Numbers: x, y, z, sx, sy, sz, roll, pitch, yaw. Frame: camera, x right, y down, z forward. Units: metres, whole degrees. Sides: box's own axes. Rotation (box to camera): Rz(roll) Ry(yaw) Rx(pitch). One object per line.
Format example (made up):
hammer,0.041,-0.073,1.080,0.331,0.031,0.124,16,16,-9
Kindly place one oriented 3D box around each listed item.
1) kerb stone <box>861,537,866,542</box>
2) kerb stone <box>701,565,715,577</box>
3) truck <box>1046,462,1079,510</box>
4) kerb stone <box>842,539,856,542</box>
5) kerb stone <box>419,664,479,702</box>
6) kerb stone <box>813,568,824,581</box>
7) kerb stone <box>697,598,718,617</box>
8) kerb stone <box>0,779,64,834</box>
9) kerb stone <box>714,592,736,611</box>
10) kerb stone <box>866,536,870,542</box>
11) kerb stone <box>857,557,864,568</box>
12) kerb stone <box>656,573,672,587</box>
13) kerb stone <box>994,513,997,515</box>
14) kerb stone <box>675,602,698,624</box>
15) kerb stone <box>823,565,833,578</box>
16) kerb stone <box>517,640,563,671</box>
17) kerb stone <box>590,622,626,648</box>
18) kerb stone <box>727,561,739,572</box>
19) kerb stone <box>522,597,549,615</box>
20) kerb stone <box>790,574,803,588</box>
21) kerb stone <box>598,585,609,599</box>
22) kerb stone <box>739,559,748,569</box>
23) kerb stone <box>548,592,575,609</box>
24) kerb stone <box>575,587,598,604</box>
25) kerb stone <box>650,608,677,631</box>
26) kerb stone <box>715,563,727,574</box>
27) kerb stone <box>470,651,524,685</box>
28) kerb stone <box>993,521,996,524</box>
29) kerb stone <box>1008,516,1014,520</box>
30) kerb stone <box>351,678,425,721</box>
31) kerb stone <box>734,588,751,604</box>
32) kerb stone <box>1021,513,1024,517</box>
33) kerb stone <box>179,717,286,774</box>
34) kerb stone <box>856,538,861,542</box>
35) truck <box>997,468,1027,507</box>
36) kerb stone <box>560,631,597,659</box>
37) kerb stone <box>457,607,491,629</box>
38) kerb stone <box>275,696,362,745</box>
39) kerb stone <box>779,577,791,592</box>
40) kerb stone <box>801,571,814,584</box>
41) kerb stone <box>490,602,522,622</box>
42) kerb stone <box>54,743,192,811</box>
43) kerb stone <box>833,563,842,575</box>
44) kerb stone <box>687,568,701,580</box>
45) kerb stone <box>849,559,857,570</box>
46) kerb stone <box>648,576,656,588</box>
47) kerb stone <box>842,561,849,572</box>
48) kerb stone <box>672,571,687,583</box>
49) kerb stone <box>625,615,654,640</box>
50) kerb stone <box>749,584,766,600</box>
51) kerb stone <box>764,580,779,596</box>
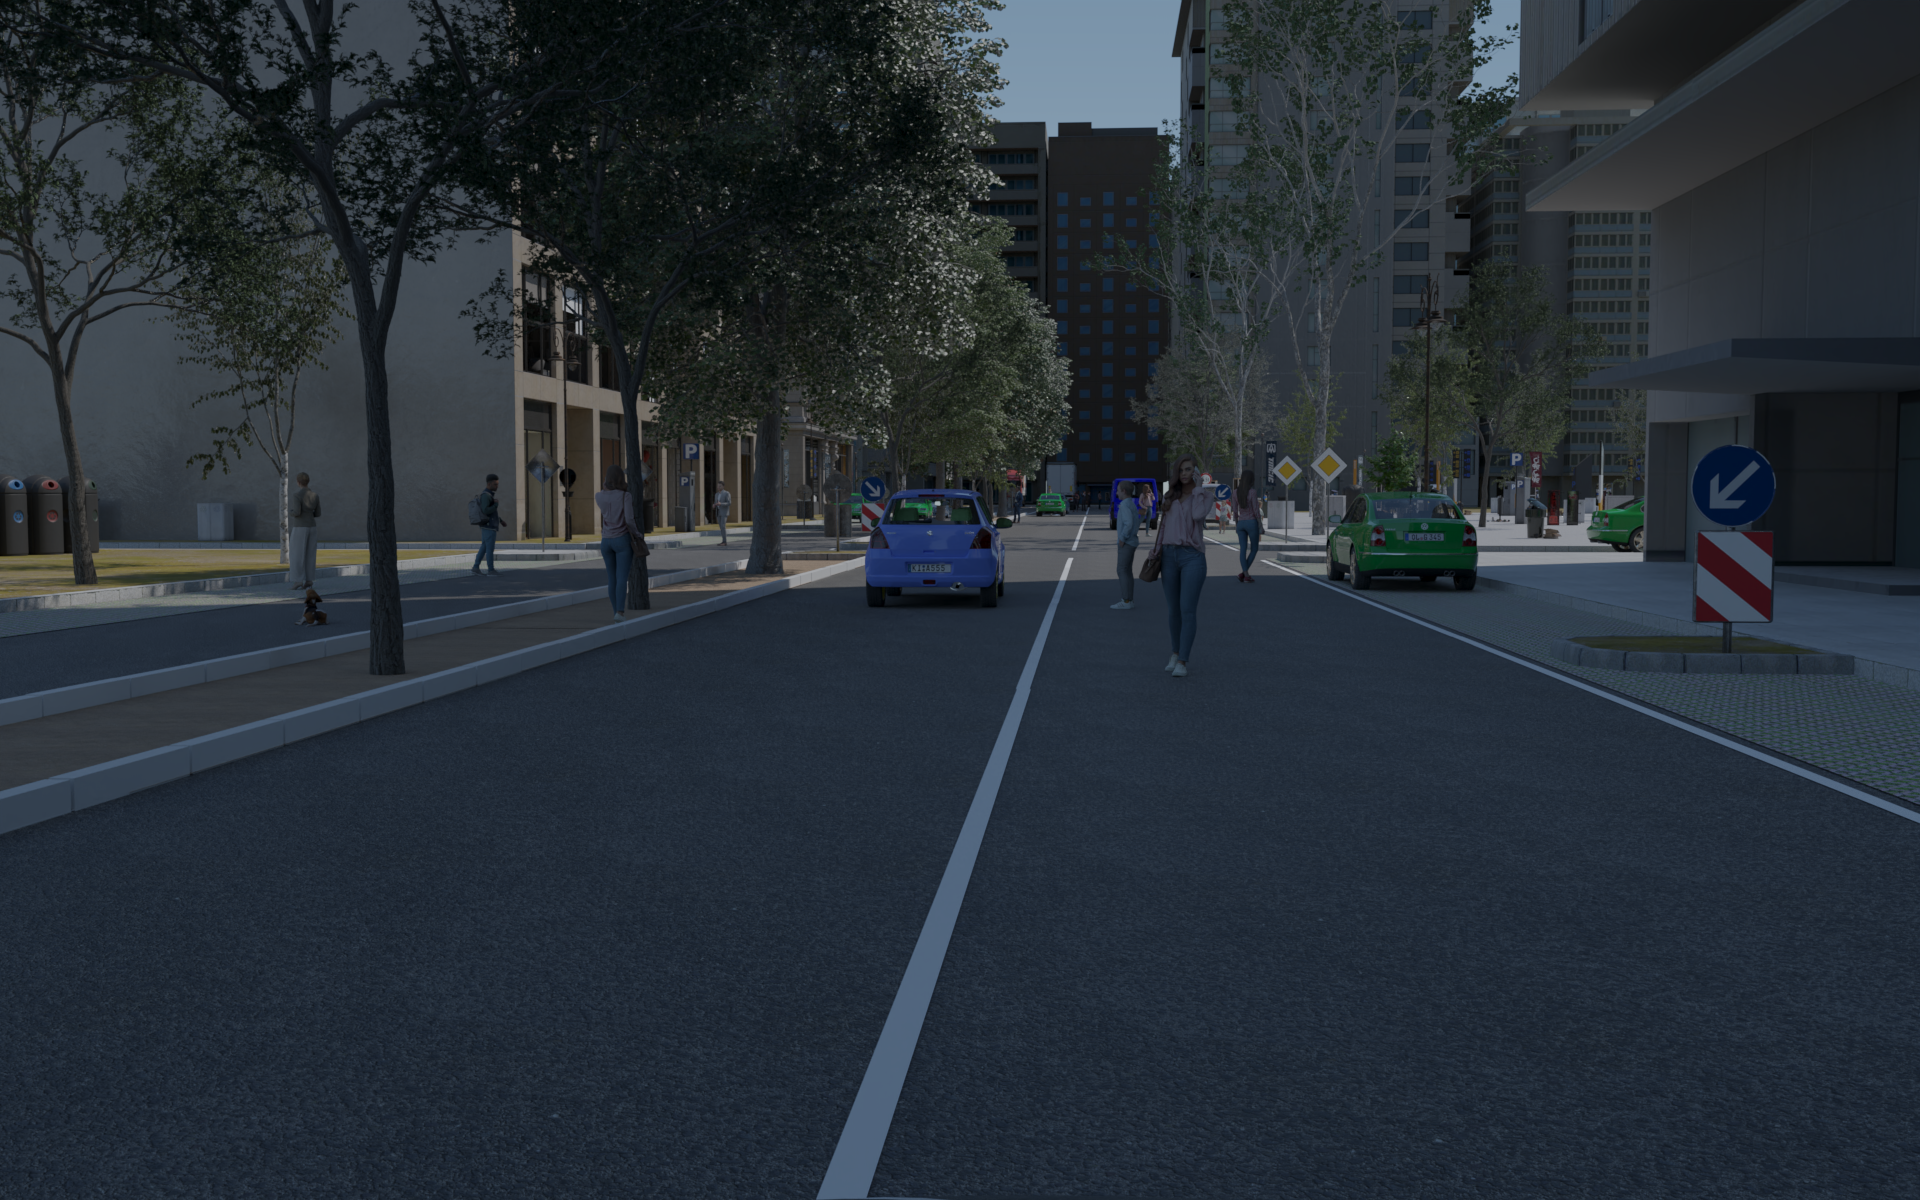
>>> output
kerb stone,-2.914,-1.692,49.929,0.120,0.150,1.000,0,4,4
kerb stone,-4.460,-0.476,29.978,0.120,0.150,1.000,0,4,4
truck,9.356,-10.345,158.059,2.839,4.237,11.283,0,4,5
kerb stone,-3.073,-1.571,47.884,0.120,0.150,1.000,0,4,4
kerb stone,-3.706,0.601,12.410,0.120,0.150,1.000,0,4,4
kerb stone,-2.440,-0.401,28.758,0.120,0.150,1.000,0,4,4
kerb stone,-3.079,0.106,20.576,0.120,0.150,1.000,0,4,4
kerb stone,-4.100,0.913,7.302,0.120,0.150,1.000,0,4,4
kerb stone,-2.991,0.039,21.604,0.120,0.150,1.000,0,4,4
kerb stone,-2.835,-1.759,50.956,0.120,0.150,1.000,0,4,4
kerb stone,-2.051,-0.706,33.870,0.120,0.150,1.000,0,4,4
kerb stone,-4.697,-0.288,26.906,0.120,0.150,1.000,0,4,4
kerb stone,2.462,-5.947,119.431,0.120,0.150,1.000,0,4,4
kerb stone,-3.156,0.161,19.557,0.120,0.150,1.000,0,4,4
kerb stone,-2.365,-0.464,29.781,0.120,0.150,1.000,0,4,4
kerb stone,-3.551,0.474,14.451,0.120,0.150,1.000,0,4,4
kerb stone,-3.397,0.349,16.493,0.120,0.150,1.000,0,4,4
kerb stone,-4.298,-0.601,32.021,0.120,0.150,1.000,0,4,4
kerb stone,-5.175,0.092,20.757,0.120,0.150,1.000,0,4,4
kerb stone,-2.606,-0.274,26.718,0.120,0.150,1.000,0,4,4
kerb stone,-4.935,-0.100,23.832,0.120,0.150,1.000,0,4,4
kerb stone,-4.218,-0.662,33.050,0.120,0.150,1.000,0,4,4
kerb stone,-5.087,0.025,21.786,0.120,0.150,1.000,0,4,4
kerb stone,-5.007,-0.038,22.809,0.120,0.150,1.000,0,4,4
kerb stone,-3.237,0.224,18.538,0.120,0.150,1.000,0,4,4
kerb stone,-4.380,-0.536,31.003,0.120,0.150,1.000,0,4,4
kerb stone,-3.624,0.536,13.432,0.120,0.150,1.000,0,4,4
kerb stone,1.780,-3.744,83.503,0.120,0.150,1.000,0,4,4
kerb stone,2.968,-4.682,98.852,0.120,0.150,1.000,0,4,4
kerb stone,-3.788,0.661,11.388,0.120,0.150,1.000,0,4,4
kerb stone,-2.923,-0.026,22.623,0.120,0.150,1.000,0,4,4
kerb stone,3.831,-5.374,110.086,0.120,0.150,1.000,0,4,4
kerb stone,-3.944,0.787,9.350,0.120,0.150,1.000,0,4,4
kerb stone,-2.994,-1.632,48.904,0.120,0.150,1.000,0,4,4
truck,5.740,-12.218,188.670,2.839,4.237,11.283,0,4,5
kerb stone,-3.473,0.416,15.474,0.120,0.150,1.000,0,4,4
kerb stone,-5.324,0.213,18.712,0.120,0.150,1.000,0,4,4
kerb stone,-3.866,0.724,10.369,0.120,0.150,1.000,0,4,4
kerb stone,-2.687,-0.208,25.689,0.120,0.150,1.000,0,4,4
kerb stone,-2.524,-0.339,27.739,0.120,0.150,1.000,0,4,4
kerb stone,-5.248,0.151,19.731,0.120,0.150,1.000,0,4,4
kerb stone,-4.019,0.849,8.320,0.120,0.150,1.000,0,4,4
kerb stone,-2.285,-0.526,30.801,0.120,0.150,1.000,0,4,4
kerb stone,-4.538,-0.413,28.959,0.120,0.150,1.000,0,4,4
kerb stone,-2.128,-0.651,32.845,0.120,0.150,1.000,0,4,4
kerb stone,-4.772,-0.226,25.886,0.120,0.150,1.000,0,4,4
kerb stone,-2.209,-0.581,31.821,0.120,0.150,1.000,0,4,4
kerb stone,-4.616,-0.349,27.932,0.120,0.150,1.000,0,4,4
kerb stone,-3.308,0.286,17.518,0.120,0.150,1.000,0,4,4
kerb stone,-2.844,-0.088,23.642,0.120,0.150,1.000,0,4,4
kerb stone,-2.762,-0.150,24.670,0.120,0.150,1.000,0,4,4
